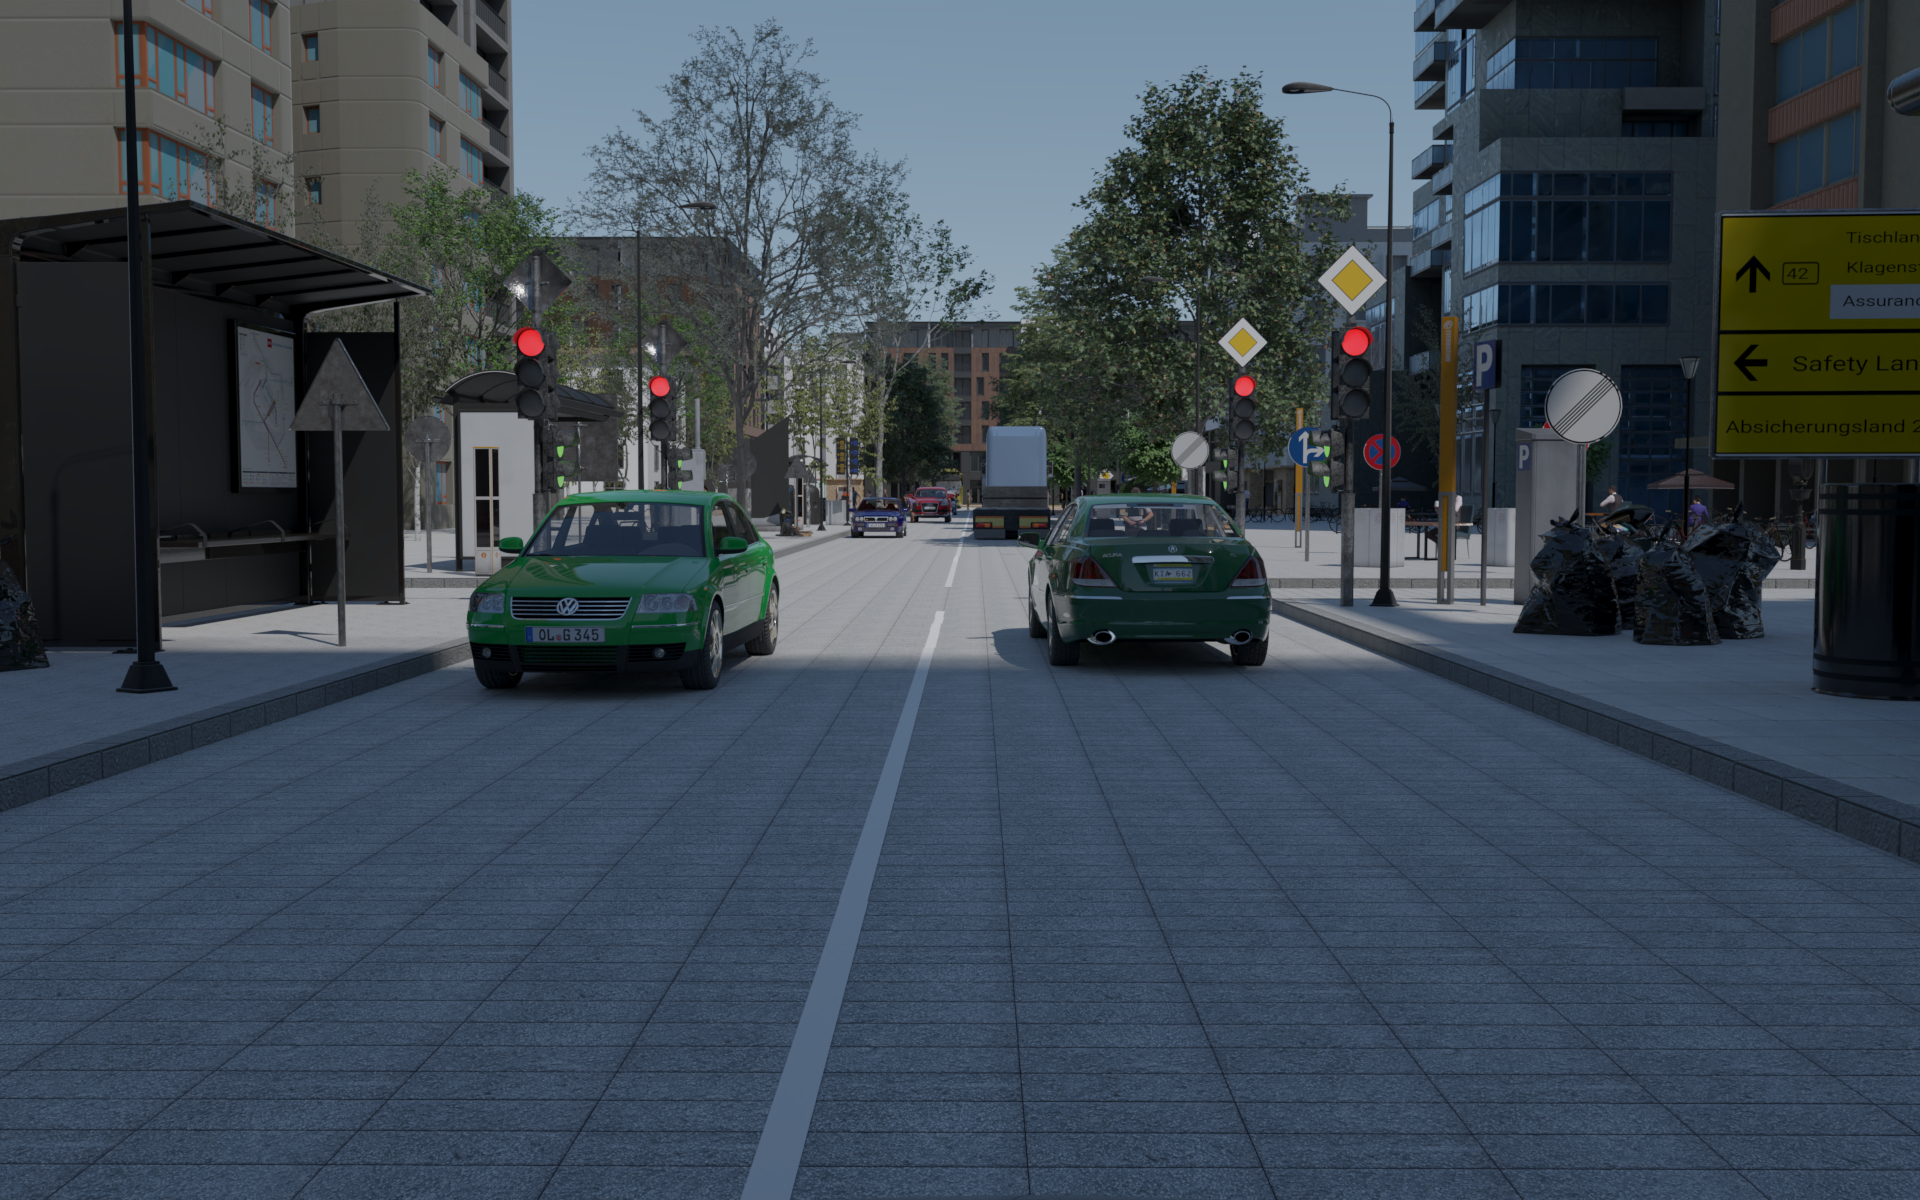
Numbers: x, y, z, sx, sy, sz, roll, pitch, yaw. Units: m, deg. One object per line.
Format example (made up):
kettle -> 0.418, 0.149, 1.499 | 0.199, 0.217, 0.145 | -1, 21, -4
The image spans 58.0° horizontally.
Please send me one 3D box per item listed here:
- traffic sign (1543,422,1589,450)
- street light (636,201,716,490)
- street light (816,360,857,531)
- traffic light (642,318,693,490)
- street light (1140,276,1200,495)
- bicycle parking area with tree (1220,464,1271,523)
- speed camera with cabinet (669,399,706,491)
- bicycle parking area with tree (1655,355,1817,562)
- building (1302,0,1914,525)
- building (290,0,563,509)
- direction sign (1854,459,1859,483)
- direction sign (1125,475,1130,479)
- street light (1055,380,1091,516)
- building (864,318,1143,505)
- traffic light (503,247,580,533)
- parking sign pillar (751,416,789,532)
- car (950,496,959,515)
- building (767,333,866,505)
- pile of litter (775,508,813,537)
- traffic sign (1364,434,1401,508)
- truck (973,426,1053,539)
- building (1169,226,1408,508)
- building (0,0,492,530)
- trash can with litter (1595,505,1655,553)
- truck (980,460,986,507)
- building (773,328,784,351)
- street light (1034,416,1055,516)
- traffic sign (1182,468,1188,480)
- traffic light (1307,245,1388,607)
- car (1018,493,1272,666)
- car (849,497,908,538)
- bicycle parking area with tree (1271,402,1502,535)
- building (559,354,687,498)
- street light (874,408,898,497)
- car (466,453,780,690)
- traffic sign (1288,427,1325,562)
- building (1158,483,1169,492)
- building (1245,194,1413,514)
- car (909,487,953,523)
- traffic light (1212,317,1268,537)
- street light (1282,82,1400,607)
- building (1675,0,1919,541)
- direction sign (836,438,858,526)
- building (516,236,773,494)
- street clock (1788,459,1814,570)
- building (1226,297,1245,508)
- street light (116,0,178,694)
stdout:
traffic sign -> 9.444, -1.651, 27.096 | 0.768, 2.556, 0.104 | 0, 4, 4
street light -> -4.569, -3.371, 27.652 | 1.470, 5.913, 1.316 | 0, 4, 0
street light -> -4.288, -5.363, 60.226 | 1.470, 5.913, 1.316 | 0, 4, 0
traffic light -> -4.725, -2.375, 27.747 | 0.839, 4.253, 0.868 | 0, 4, 0
street light -> 4.546, -3.950, 37.132 | 1.470, 5.913, 1.316 | 0, 4, 0
bicycle parking area with tree -> 14.921, -5.692, 80.071 | 9.016, 4.147, 8.231 | 1, 4, 8
speed camera with cabinet -> -5.793, -2.586, 36.622 | 0.660, 3.252, 2.038 | -1, 4, -14
bicycle parking area with tree -> 17.590, -3.045, 36.786 | 8.231, 4.147, 9.016 | 0, 4, -7
building -> 30.899, -47.108, 82.884 | 22.319, 86.520, 31.000 | 0, 4, 0
building -> -29.768, -39.173, 78.728 | 20.563, 71.187, 20.611 | 0, 4, 0
direction sign -> 14.220, -2.170, 27.470 | 0.379, 3.537, 0.876 | -1, 4, -12
direction sign -> 8.436, -5.821, 87.177 | 0.379, 3.537, 0.876 | 1, 4, 22
street light -> 4.714, -5.976, 70.254 | 1.470, 5.913, 1.316 | 0, 4, 0
building -> 5.045, -22.713, 215.328 | 32.646, 21.610, 27.936 | 0, 4, 0
traffic light -> -4.795, -1.886, 19.763 | 0.839, 4.253, 0.868 | 0, 4, 0
parking sign pillar -> -6.540, -4.349, 59.580 | 1.447, 3.967, 1.447 | -1, 4, -9
car -> -1.089, -6.549, 119.075 | 2.014, 1.417, 4.499 | 0, 4, 0
building -> -17.026, -21.559, 208.909 | 11.380, 20.091, 16.016 | 0, 4, 0
pile of litter -> -5.052, -2.370, 52.710 | 1.176, 0.858, 1.719 | 0, 4, -2
traffic sign -> 8.888, -2.229, 36.552 | 0.768, 2.556, 0.104 | 0, 4, 4
truck -> 1.998, -4.488, 63.137 | 2.967, 4.110, 18.799 | 0, 4, 2
building -> 34.059, -18.633, 148.632 | 27.936, 21.610, 32.646 | 0, 4, 0
building -> -32.856, -12.876, 55.562 | 27.650, 21.520, 28.899 | 0, 4, 0
trash can with litter -> 6.907, -0.434, 18.480 | 0.624, 1.170, 1.055 | -1, 4, -14
truck -> 3.103, -9.663, 146.899 | 2.839, 4.237, 11.283 | 0, 4, 2
building -> -38.984, -22.705, 215.193 | 32.646, 21.610, 27.936 | 0, 4, 0
street light -> 4.998, -7.969, 102.828 | 1.470, 5.913, 1.316 | 0, 4, 0
traffic sign -> 7.289, -3.207, 54.560 | 0.606, 2.300, 0.079 | 1, 4, 8
traffic light -> 4.406, -1.882, 19.698 | 0.839, 4.253, 0.868 | 0, 4, 0
car -> 1.625, -0.250, 15.885 | 2.131, 1.459, 4.920 | 0, 4, -1
car -> -2.677, -2.749, 57.519 | 1.945, 1.354, 3.894 | 0, 4, 1
bicycle parking area with tree -> 16.465, -4.257, 56.597 | 8.231, 4.147, 9.016 | -3, 5, -41
building -> -23.079, -10.757, 118.024 | 9.099, 9.664, 28.070 | 0, 4, 0
street light -> -4.036, -7.390, 93.365 | 1.470, 5.913, 1.316 | 0, 4, 0
car -> -2.596, -0.326, 14.121 | 1.959, 1.807, 4.718 | 0, 4, 2
traffic sign -> 6.604, -2.005, 32.888 | 0.768, 2.556, 0.104 | 0, 4, 5
building -> 37.683, -22.655, 214.383 | 32.646, 21.610, 27.936 | 0, 4, 0
building -> 28.106, -15.816, 115.014 | 16.016, 20.091, 11.380 | 0, 4, 0
car -> -1.463, -4.887, 88.574 | 2.281, 1.827, 5.304 | 0, 4, 1
traffic light -> 4.476, -2.371, 27.683 | 0.839, 4.253, 0.868 | 0, 4, 0
street light -> 4.325, -2.883, 19.686 | 1.470, 5.913, 1.316 | 0, 4, 0
building -> 36.648, -24.119, 48.968 | 28.867, 44.769, 22.147 | 0, 4, 0
direction sign -> -4.546, -4.765, 69.911 | 0.876, 3.537, 0.379 | 0, 4, -2
building -> -34.582, -18.815, 151.607 | 32.646, 21.610, 27.936 | 0, 4, 0
street clock -> 14.166, -1.508, 29.220 | 0.471, 2.002, 0.358 | -3, 5, -41
building -> 27.695, -16.511, 126.376 | 16.016, 20.091, 11.380 | 0, 4, 0
street light -> -4.759, -2.358, 11.100 | 1.470, 5.913, 1.316 | 0, 4, 0
